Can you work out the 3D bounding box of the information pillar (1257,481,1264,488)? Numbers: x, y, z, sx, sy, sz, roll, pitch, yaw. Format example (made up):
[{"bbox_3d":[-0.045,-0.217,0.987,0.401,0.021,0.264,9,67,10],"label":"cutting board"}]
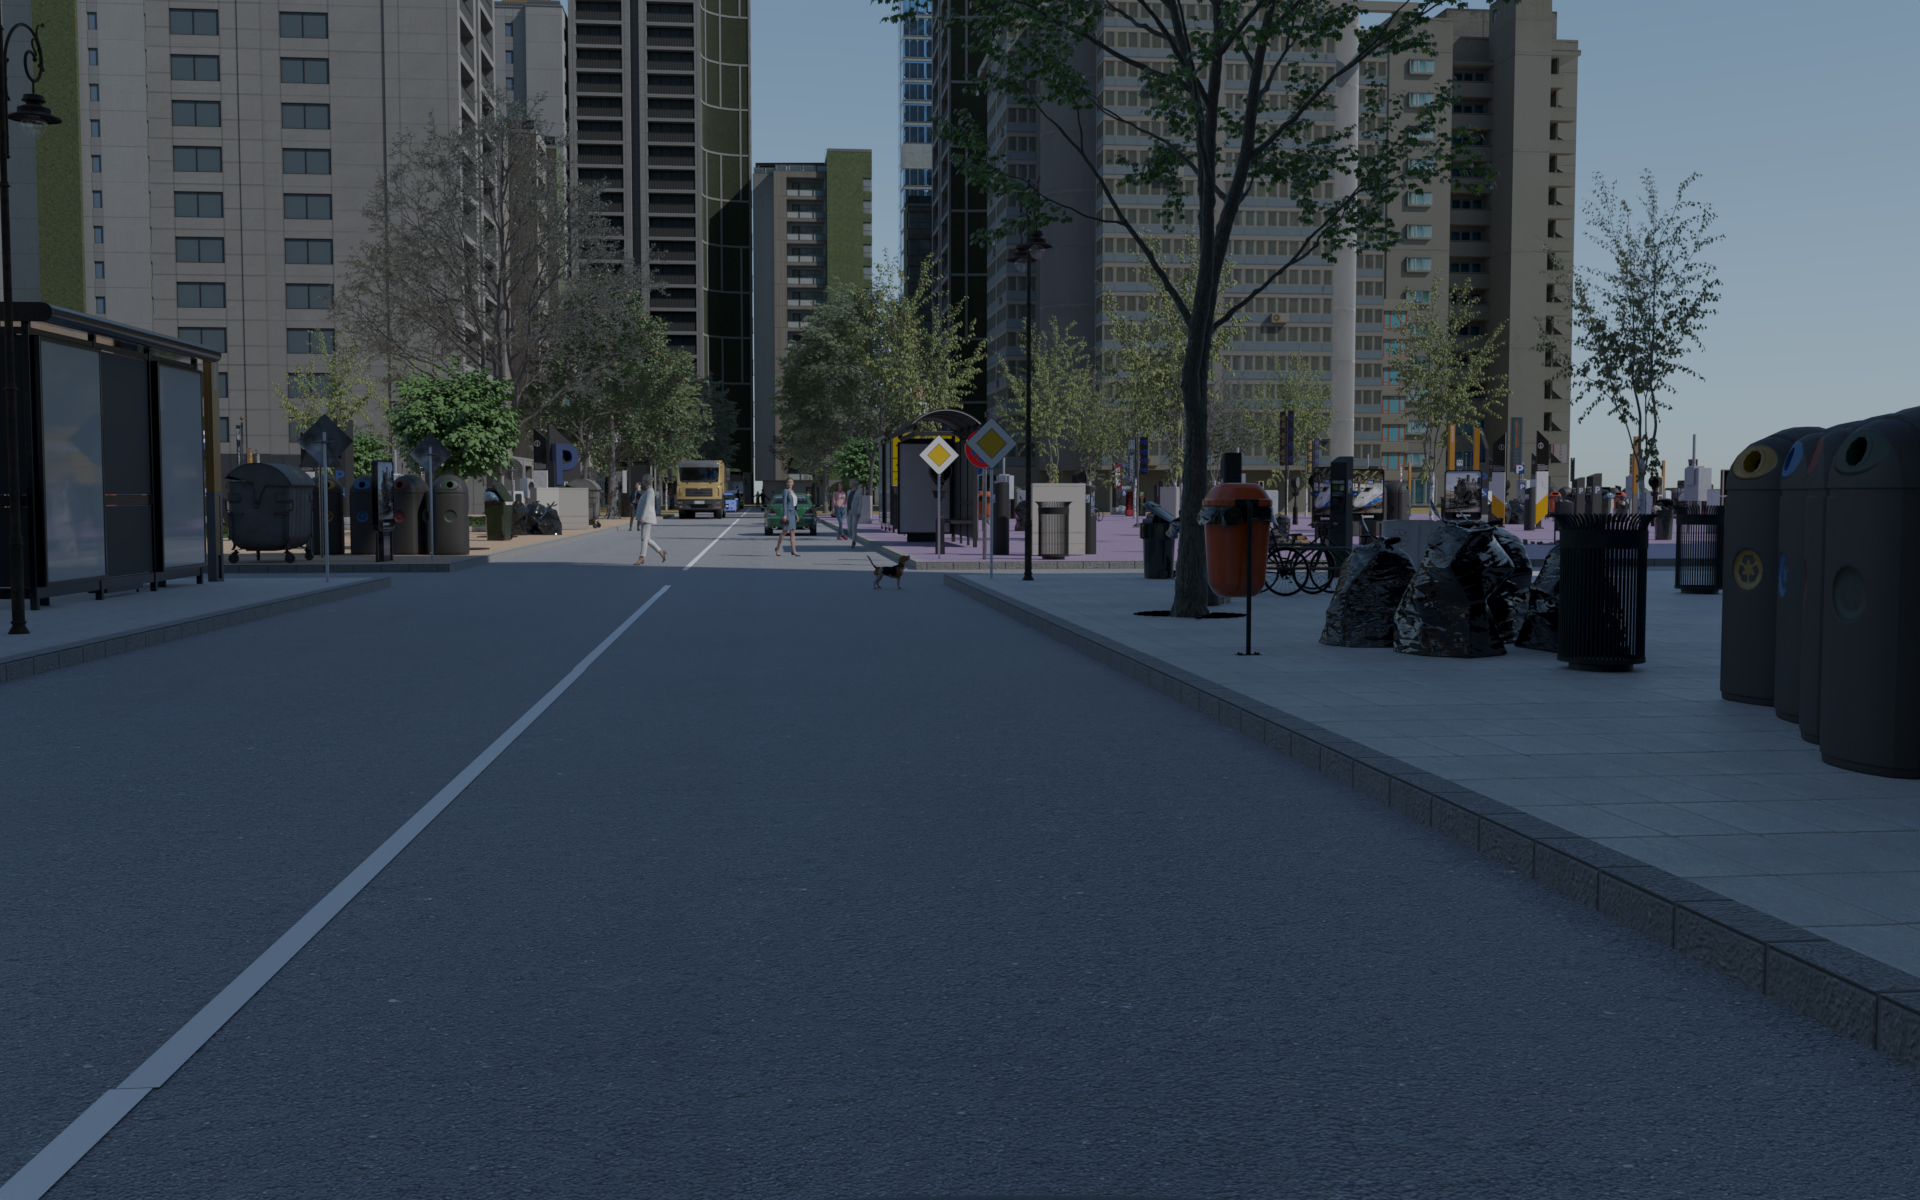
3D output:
[{"bbox_3d":[16.987,-5.724,98.078,0.304,2.012,0.304,-1,4,-14],"label":"information pillar"}]

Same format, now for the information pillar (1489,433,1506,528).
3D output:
[{"bbox_3d":[20.631,-4.583,66.282,0.504,3.616,0.183,1,4,23],"label":"information pillar"}]

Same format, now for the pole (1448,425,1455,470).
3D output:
[{"bbox_3d":[14.456,-3.497,51.017,0.158,3.312,0.155,0,3,0],"label":"pole"}]

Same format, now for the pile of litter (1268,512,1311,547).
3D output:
[{"bbox_3d":[8.048,-1.714,41.983,1.176,0.858,1.719,3,5,41],"label":"pile of litter"}]

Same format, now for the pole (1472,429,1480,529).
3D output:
[{"bbox_3d":[16.115,-3.686,54.116,0.158,3.312,0.155,0,3,0],"label":"pole"}]

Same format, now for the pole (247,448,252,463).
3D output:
[{"bbox_3d":[-31.419,-5.066,76.678,0.158,3.312,0.155,0,3,0],"label":"pole"}]

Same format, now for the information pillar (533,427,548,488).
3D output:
[{"bbox_3d":[-14.767,-4.257,60.958,0.504,3.616,0.183,0,4,4],"label":"information pillar"}]

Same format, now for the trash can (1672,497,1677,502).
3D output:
[{"bbox_3d":[37.611,-4.834,90.684,0.748,1.137,0.748,0,3,0],"label":"trash can"}]

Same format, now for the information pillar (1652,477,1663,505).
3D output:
[{"bbox_3d":[29.381,-4.189,72.988,0.304,2.012,0.304,-2,4,-32],"label":"information pillar"}]

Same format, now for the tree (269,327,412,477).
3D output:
[{"bbox_3d":[-26.969,-7.576,74.234,4.737,8.622,4.395,0,3,0],"label":"tree"}]

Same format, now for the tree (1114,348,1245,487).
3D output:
[{"bbox_3d":[10.457,-8.095,82.719,4.360,8.622,3.978,0,3,0],"label":"tree"}]

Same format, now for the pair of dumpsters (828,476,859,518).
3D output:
[{"bbox_3d":[-6.321,-5.611,94.229,1.574,2.255,4.437,0,4,-6],"label":"pair of dumpsters"}]

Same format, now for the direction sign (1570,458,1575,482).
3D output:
[{"bbox_3d":[38.139,-7.089,107.896,0.379,3.537,0.876,0,4,4],"label":"direction sign"}]

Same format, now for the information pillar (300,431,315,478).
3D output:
[{"bbox_3d":[-24.330,-4.479,64.587,0.504,3.616,0.183,0,4,-2],"label":"information pillar"}]

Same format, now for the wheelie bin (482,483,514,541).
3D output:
[{"bbox_3d":[-12.712,-2.428,47.605,0.693,1.594,0.980,0,4,8],"label":"wheelie bin"}]

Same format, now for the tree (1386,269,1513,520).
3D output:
[{"bbox_3d":[16.025,-6.576,57.874,4.737,8.622,4.395,0,3,0],"label":"tree"}]

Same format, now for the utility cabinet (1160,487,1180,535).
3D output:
[{"bbox_3d":[6.557,-2.739,53.459,0.318,1.500,1.173,-1,4,-18],"label":"utility cabinet"}]

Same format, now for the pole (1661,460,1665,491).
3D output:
[{"bbox_3d":[42.449,-6.773,104.583,0.158,3.312,0.155,0,3,0],"label":"pole"}]

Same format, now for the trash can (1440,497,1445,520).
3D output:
[{"bbox_3d":[24.274,-4.566,86.315,0.748,1.137,0.748,0,3,0],"label":"trash can"}]

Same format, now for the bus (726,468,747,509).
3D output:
[{"bbox_3d":[-22.332,-10.834,168.674,2.896,3.916,12.252,0,4,-8],"label":"bus"}]

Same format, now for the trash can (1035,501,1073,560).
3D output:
[{"bbox_3d":[1.834,-1.364,33.963,0.748,1.137,0.748,0,3,0],"label":"trash can"}]

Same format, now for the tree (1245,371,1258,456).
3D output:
[{"bbox_3d":[14.187,-8.935,96.454,4.360,8.622,3.978,0,3,0],"label":"tree"}]

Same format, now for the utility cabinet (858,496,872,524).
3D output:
[{"bbox_3d":[-4.300,-3.880,74.606,1.020,1.237,0.306,1,4,19],"label":"utility cabinet"}]

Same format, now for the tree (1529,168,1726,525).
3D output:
[{"bbox_3d":[15.001,-5.389,38.469,4.360,8.622,3.978,0,3,0],"label":"tree"}]

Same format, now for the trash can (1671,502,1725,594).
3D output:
[{"bbox_3d":[9.556,-0.654,22.339,0.748,1.137,0.748,0,3,0],"label":"trash can"}]

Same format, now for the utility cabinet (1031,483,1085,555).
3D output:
[{"bbox_3d":[2.004,-1.675,36.066,1.173,1.500,0.318,-1,4,-17],"label":"utility cabinet"}]

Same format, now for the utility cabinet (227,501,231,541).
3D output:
[{"bbox_3d":[-19.611,-2.237,47.734,1.020,1.237,0.306,-2,4,-33],"label":"utility cabinet"}]

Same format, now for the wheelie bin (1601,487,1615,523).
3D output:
[{"bbox_3d":[27.808,-4.096,74.878,0.980,1.594,0.693,2,4,32],"label":"wheelie bin"}]

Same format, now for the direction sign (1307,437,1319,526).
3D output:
[{"bbox_3d":[14.149,-4.738,69.457,0.379,3.537,0.876,3,5,42],"label":"direction sign"}]

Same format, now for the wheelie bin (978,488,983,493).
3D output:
[{"bbox_3d":[1.053,-4.967,89.115,0.980,1.594,0.693,-1,4,-8],"label":"wheelie bin"}]

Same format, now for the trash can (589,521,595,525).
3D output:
[{"bbox_3d":[-15.371,-3.658,71.455,0.748,1.137,0.748,0,3,0],"label":"trash can"}]

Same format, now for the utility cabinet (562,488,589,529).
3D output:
[{"bbox_3d":[-13.974,-3.279,62.292,1.173,1.500,0.318,-1,4,-17],"label":"utility cabinet"}]

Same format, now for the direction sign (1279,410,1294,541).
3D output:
[{"bbox_3d":[8.893,-3.376,47.195,0.379,3.537,0.876,-1,4,-13],"label":"direction sign"}]

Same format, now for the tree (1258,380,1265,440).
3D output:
[{"bbox_3d":[16.419,-9.392,103.927,4.360,8.622,3.978,0,3,0],"label":"tree"}]

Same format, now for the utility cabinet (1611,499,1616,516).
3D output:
[{"bbox_3d":[38.237,-5.568,102.200,1.020,1.237,0.306,-2,4,-28],"label":"utility cabinet"}]

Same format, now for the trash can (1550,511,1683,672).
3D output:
[{"bbox_3d":[4.699,-0.062,12.666,0.748,1.137,0.748,0,3,0],"label":"trash can"}]

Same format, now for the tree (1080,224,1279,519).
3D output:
[{"bbox_3d":[5.754,-5.879,46.489,4.737,8.622,4.395,0,3,0],"label":"tree"}]

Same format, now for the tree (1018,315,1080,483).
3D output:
[{"bbox_3d":[3.532,-7.346,70.473,4.737,8.622,4.395,0,3,0],"label":"tree"}]

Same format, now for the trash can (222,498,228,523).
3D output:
[{"bbox_3d":[-26.605,-3.131,62.849,0.748,1.137,0.748,0,3,0],"label":"trash can"}]

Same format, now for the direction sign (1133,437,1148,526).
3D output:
[{"bbox_3d":[7.079,-4.702,68.873,0.876,3.537,0.379,2,4,35],"label":"direction sign"}]

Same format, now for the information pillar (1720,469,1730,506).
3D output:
[{"bbox_3d":[22.760,-2.872,51.450,0.304,2.012,0.304,1,4,11],"label":"information pillar"}]

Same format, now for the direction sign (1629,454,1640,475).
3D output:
[{"bbox_3d":[38.002,-6.450,97.450,0.876,3.537,0.379,-1,4,-21],"label":"direction sign"}]

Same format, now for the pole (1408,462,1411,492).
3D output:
[{"bbox_3d":[28.927,-7.195,111.476,0.158,3.312,0.155,0,3,0],"label":"pole"}]

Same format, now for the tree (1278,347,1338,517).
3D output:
[{"bbox_3d":[16.115,-8.327,86.510,4.737,8.622,4.395,0,3,0],"label":"tree"}]

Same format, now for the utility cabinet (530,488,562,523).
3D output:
[{"bbox_3d":[-14.255,-3.103,59.410,0.318,1.500,1.173,2,4,26],"label":"utility cabinet"}]

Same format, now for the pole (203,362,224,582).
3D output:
[{"bbox_3d":[-10.921,-1.926,25.326,0.158,3.312,0.155,0,3,0],"label":"pole"}]

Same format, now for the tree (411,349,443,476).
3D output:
[{"bbox_3d":[-27.308,-8.296,85.995,4.737,8.622,4.395,0,3,0],"label":"tree"}]

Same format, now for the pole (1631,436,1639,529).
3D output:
[{"bbox_3d":[23.832,-4.116,61.136,0.158,3.312,0.155,0,3,0],"label":"pole"}]

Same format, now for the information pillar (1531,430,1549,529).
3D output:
[{"bbox_3d":[21.401,-4.427,63.733,0.504,3.616,0.183,-1,4,-13],"label":"information pillar"}]
